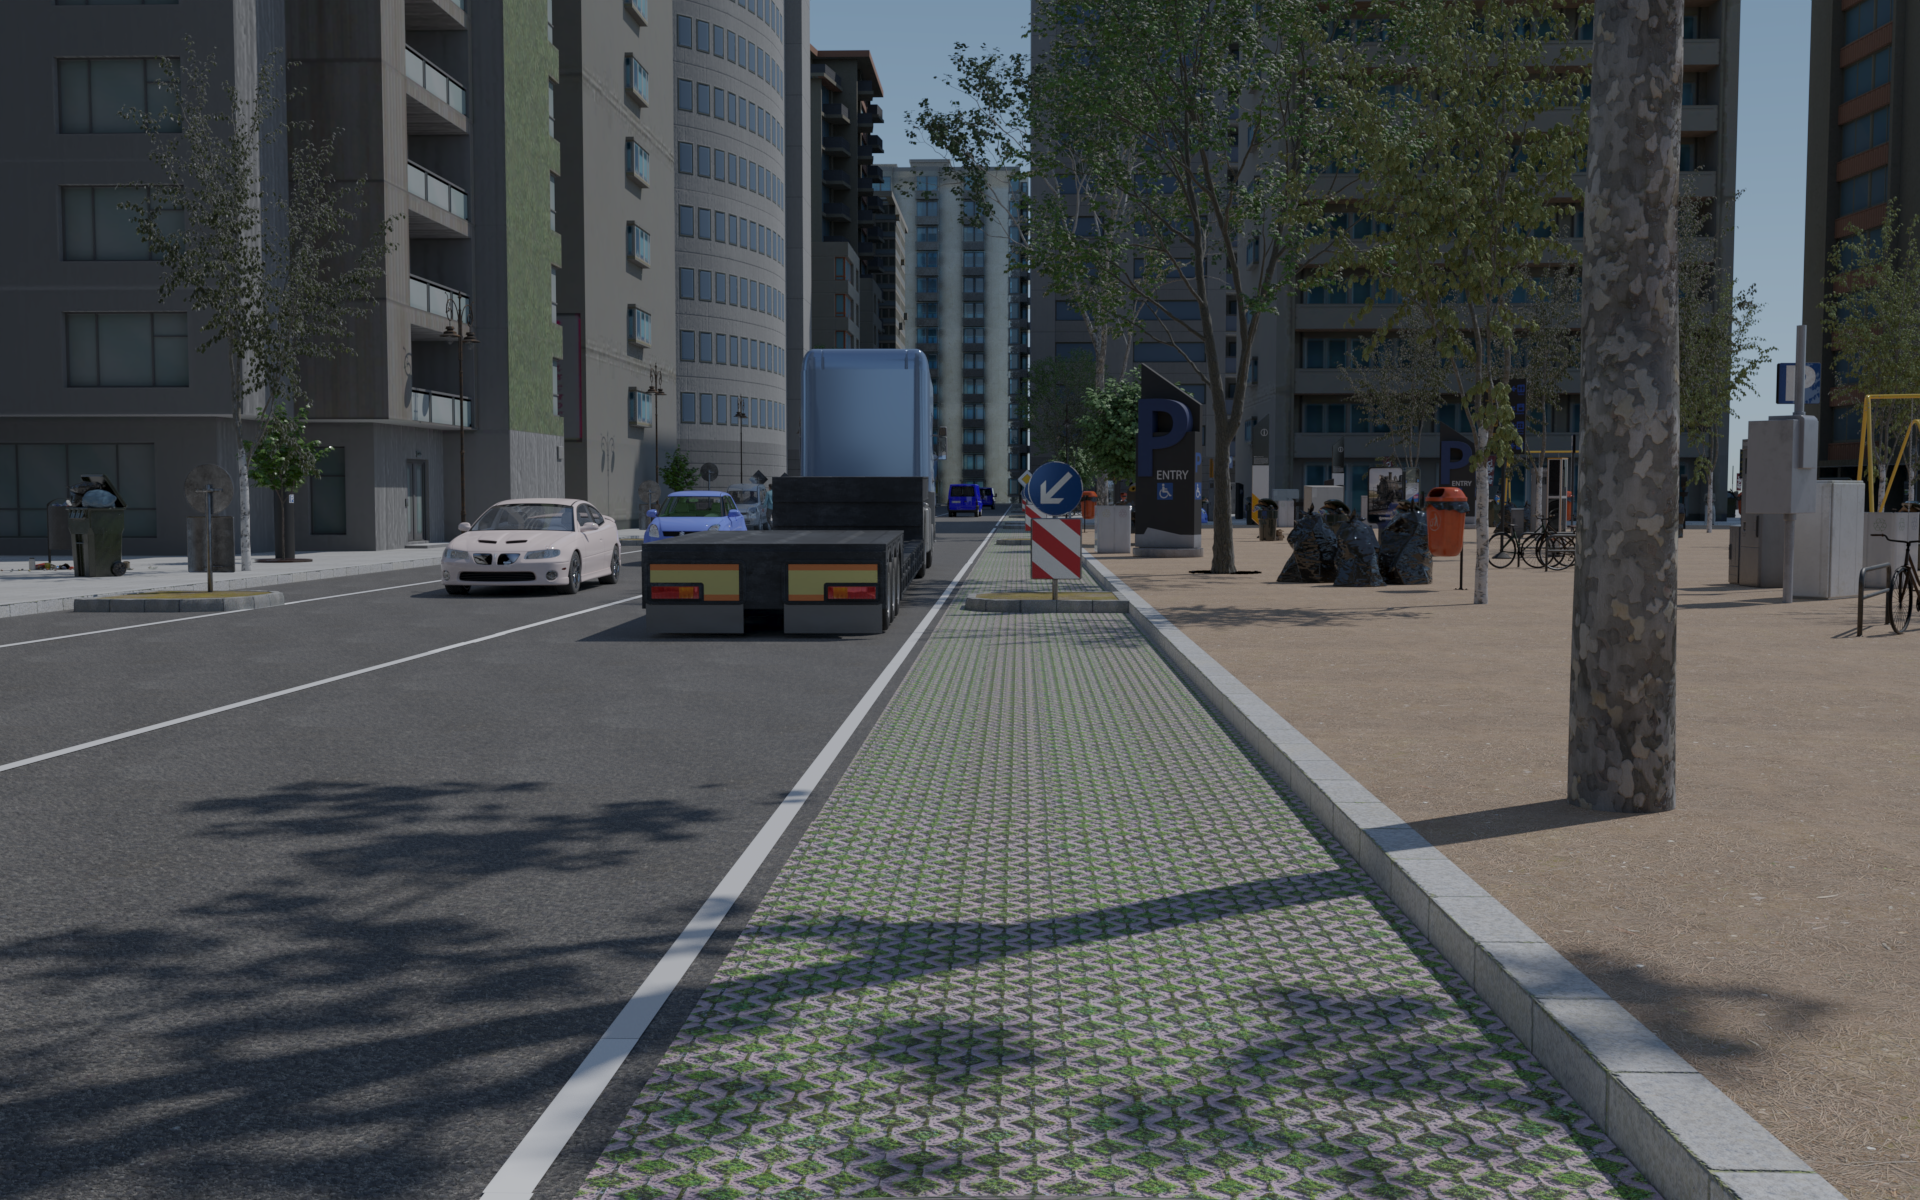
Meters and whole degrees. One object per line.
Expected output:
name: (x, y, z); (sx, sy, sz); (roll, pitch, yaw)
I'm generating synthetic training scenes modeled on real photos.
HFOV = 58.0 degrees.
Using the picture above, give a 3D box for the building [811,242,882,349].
building: (-20.979, -17.662, 133.808); (27.650, 21.520, 28.899); (0, 4, 2)

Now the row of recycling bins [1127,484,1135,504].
row of recycling bins: (6.946, -3.263, 60.460); (1.069, 1.692, 3.534); (-2, 4, -24)

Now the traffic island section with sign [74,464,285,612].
traffic island section with sign: (-9.738, -0.813, 21.916); (1.989, 1.847, 2.006); (0, 4, 2)

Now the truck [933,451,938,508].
truck: (-3.018, -7.508, 111.666); (2.839, 4.237, 11.283); (0, 4, 3)

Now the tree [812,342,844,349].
tree: (-9.197, -11.483, 113.497); (9.928, 11.665, 9.643); (0, 3, 0)

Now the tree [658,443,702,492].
tree: (-10.614, -4.367, 65.999); (1.663, 3.219, 1.824); (0, 3, 0)

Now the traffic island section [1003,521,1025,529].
traffic island section: (3.061, -3.485, 79.256); (2.009, 0.180, 2.903); (0, 4, 2)

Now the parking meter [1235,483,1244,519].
parking meter: (14.238, -5.045, 88.197); (0.399, 1.863, 0.255); (-3, 4, -37)

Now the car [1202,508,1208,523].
car: (8.965, -4.041, 75.656); (3.694, 1.707, 1.945); (0, 4, 3)

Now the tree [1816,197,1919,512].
tree: (23.692, -5.721, 43.906); (4.737, 8.622, 4.395); (0, 3, 0)

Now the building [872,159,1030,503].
building: (-4.278, -38.570, 250.220); (30.456, 49.044, 23.786); (0, 4, 2)

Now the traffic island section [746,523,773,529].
traffic island section: (-8.349, -3.020, 71.663); (2.009, 0.180, 2.903); (0, 4, 2)

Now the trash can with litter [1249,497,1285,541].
trash can with litter: (8.474, -2.204, 47.423); (0.624, 1.170, 1.055); (2, 4, 32)

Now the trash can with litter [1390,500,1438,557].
trash can with litter: (9.413, -1.477, 35.537); (1.055, 1.170, 0.624); (-1, 4, -21)

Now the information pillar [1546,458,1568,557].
information pillar: (12.164, -1.885, 35.304); (0.304, 2.012, 0.304); (3, 5, 42)

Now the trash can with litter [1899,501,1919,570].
trash can with litter: (16.387, -1.094, 29.270); (1.055, 1.170, 0.624); (-1, 4, -9)

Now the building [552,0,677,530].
building: (-22.667, -26.723, 60.622); (21.600, 48.544, 21.300); (0, 4, 2)

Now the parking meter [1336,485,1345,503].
parking meter: (10.325, -2.385, 47.404); (0.372, 1.533, 0.369); (0, 3, 0)

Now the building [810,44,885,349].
building: (-18.981, -31.480, 169.319); (22.147, 44.769, 28.867); (0, 4, 2)

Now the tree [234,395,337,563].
tree: (-12.869, -2.331, 32.710); (1.663, 3.219, 1.824); (0, 3, 0)

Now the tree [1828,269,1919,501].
tree: (30.594, -6.455, 55.899); (4.360, 8.622, 3.978); (0, 3, 0)

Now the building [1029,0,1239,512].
building: (16.083, -36.430, 137.624); (21.231, 58.520, 28.212); (0, 4, 2)

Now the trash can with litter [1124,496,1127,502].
trash can with litter: (10.329, -5.638, 103.570); (1.055, 1.170, 0.624); (-3, 4, -37)

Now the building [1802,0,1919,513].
building: (58.859, -26.565, 88.958); (28.867, 44.769, 22.147); (0, 4, 2)

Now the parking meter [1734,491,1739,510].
parking meter: (62.923, -8.076, 140.446); (0.372, 1.533, 0.369); (0, 3, 0)

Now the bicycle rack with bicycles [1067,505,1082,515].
bicycle rack with bicycles: (7.098, -5.754, 107.455); (2.852, 0.926, 2.925); (-2, 4, -27)

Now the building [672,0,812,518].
building: (-20.209, -33.704, 93.055); (21.231, 58.520, 28.212); (0, 4, 2)

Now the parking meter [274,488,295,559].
parking meter: (-13.469, -1.597, 34.519); (0.372, 1.533, 0.369); (0, 3, 0)

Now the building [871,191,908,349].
building: (-18.719, -31.912, 213.638); (23.993, 40.220, 32.217); (0, 4, 2)

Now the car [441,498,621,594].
car: (-6.399, -0.849, 26.250); (2.083, 1.381, 4.827); (0, 4, 0)

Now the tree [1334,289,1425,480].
tree: (14.685, -6.501, 56.648); (4.360, 8.622, 3.978); (0, 3, 0)

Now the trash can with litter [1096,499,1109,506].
trash can with litter: (5.605, -3.514, 68.845); (0.624, 1.170, 1.055); (0, 4, 3)

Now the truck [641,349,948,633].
truck: (-1.831, -2.239, 26.370); (2.967, 4.110, 18.799); (0, 4, 1)

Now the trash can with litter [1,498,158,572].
trash can with litter: (-14.823, -1.116, 29.305); (2.233, 1.210, 1.678); (0, 4, -1)

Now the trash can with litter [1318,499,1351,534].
trash can with litter: (8.202, -1.595, 37.458); (0.624, 1.170, 1.055); (3, 4, 38)

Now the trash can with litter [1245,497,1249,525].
trash can with litter: (12.213, -3.664, 71.289); (0.624, 1.170, 1.055); (-2, 4, -31)

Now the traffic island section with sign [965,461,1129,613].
traffic island section with sign: (1.074, -0.797, 21.667); (1.989, 1.847, 2.006); (0, 4, 2)

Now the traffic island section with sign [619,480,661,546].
traffic island section with sign: (-8.808, -2.460, 48.855); (1.989, 1.847, 2.006); (0, 4, 2)

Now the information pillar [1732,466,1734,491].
information pillar: (63.766, -9.273, 142.972); (0.183, 3.616, 0.504); (1, 4, 22)

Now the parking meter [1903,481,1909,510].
parking meter: (43.857, -4.558, 80.232); (0.255, 1.863, 0.399); (2, 4, 28)

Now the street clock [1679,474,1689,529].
street clock: (26.581, -3.612, 63.634); (0.358, 2.002, 0.471); (1, 4, 21)

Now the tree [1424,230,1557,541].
tree: (15.598, -5.922, 47.190); (4.360, 8.622, 3.978); (0, 3, 0)

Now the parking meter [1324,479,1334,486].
parking meter: (13.769, -3.612, 64.761); (0.399, 1.863, 0.255); (0, 4, 7)

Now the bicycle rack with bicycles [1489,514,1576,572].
bicycle rack with bicycles: (10.453, -0.987, 29.515); (2.925, 0.926, 2.852); (0, 4, 5)

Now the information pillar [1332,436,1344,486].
information pillar: (15.163, -4.776, 69.436); (0.504, 3.616, 0.183); (0, 4, -6)

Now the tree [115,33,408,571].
tree: (-11.676, -4.787, 28.633); (4.360, 8.622, 3.978); (0, 3, 0)

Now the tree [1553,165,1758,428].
tree: (16.090, -5.471, 39.810); (4.360, 8.622, 3.978); (0, 3, 0)

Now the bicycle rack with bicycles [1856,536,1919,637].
bicycle rack with bicycles: (9.525, -0.149, 15.818); (2.852, 0.926, 2.925); (3, 4, 36)

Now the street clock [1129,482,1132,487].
street clock: (9.817, -5.729, 98.240); (0.471, 2.002, 0.358); (-1, 4, -8)

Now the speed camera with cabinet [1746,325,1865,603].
speed camera with cabinet: (10.252, -1.629, 20.965); (2.038, 3.252, 0.660); (-3, 5, -41)

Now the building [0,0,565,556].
building: (-18.320, -21.844, 40.737); (14.154, 41.232, 14.086); (0, 4, 2)

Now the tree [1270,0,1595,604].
tree: (5.857, -4.255, 19.935); (4.737, 8.622, 4.395); (0, 3, 0)

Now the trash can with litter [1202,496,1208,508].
trash can with litter: (14.342, -5.668, 104.059); (1.055, 1.170, 0.624); (-2, 4, -25)

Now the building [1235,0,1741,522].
building: (25.657, -28.539, 90.321); (21.600, 48.544, 21.300); (0, 4, 2)

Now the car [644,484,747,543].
car: (-5.477, -1.619, 36.055); (1.945, 1.707, 3.694); (0, 4, 1)

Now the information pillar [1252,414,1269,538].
information pillar: (8.741, -3.605, 50.300); (0.504, 3.616, 0.183); (0, 4, -3)
